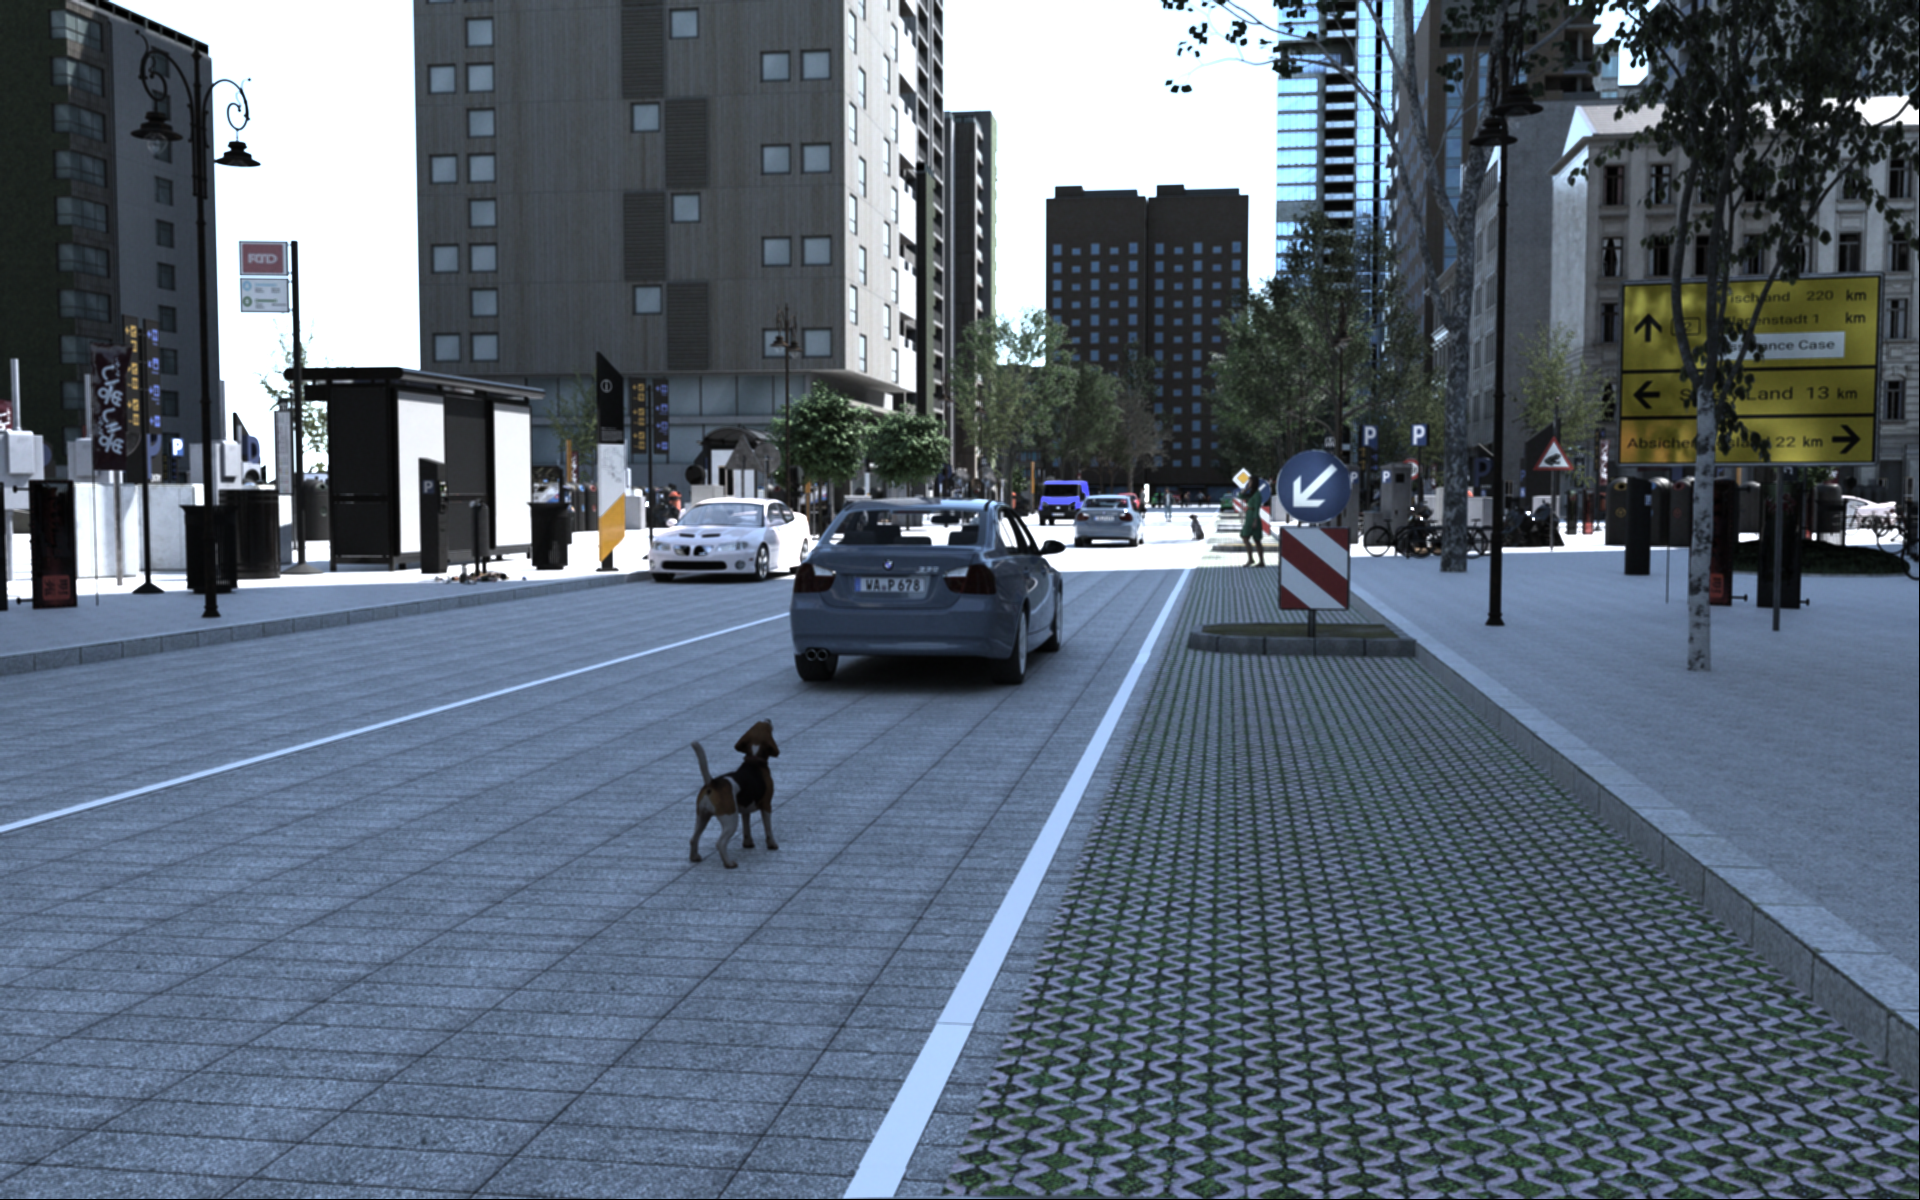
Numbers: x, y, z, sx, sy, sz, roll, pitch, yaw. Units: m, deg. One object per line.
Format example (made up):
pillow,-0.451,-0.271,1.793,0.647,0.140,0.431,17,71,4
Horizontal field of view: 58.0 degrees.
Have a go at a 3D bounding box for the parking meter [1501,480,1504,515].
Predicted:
parking meter,22.314,-4.041,71.775,0.255,1.863,0.399,-1,4,-15

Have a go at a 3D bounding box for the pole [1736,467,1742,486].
pole,34.374,-5.052,76.449,0.158,3.312,0.155,0,3,0

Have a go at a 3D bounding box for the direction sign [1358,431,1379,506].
direction sign,14.638,-4.291,62.163,0.876,3.537,0.379,-2,4,-23

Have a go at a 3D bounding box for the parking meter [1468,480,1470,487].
parking meter,21.518,-4.185,74.143,0.399,1.863,0.255,0,4,-1

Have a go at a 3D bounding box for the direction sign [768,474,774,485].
direction sign,-9.538,-5.859,87.793,0.876,3.537,0.379,-2,4,-29

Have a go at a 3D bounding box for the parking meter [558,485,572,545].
parking meter,-10.047,-2.177,43.999,0.372,1.533,0.369,0,3,0

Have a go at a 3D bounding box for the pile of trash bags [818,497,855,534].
pile of trash bags,-4.227,-2.837,56.133,1.912,1.369,3.447,1,4,16

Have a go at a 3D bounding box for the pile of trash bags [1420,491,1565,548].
pile of trash bags,13.435,-2.048,43.235,1.912,1.369,3.447,-1,4,-23

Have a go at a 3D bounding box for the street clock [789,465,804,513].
street clock,-4.160,-2.399,43.796,0.358,2.002,0.471,2,4,32

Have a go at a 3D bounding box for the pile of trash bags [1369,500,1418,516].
pile of trash bags,14.566,-2.927,57.604,1.912,1.369,3.447,0,4,2

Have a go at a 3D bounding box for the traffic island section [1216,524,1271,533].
traffic island section,10.731,-2.648,65.569,2.009,0.180,2.903,1,4,9

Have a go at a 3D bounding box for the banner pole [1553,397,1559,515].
banner pole,15.505,-3.374,45.182,0.401,3.779,0.863,1,4,12

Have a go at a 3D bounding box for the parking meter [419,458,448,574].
parking meter,-8.477,-1.358,27.913,0.399,1.863,0.255,1,4,15

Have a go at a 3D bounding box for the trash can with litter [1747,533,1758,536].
trash can with litter,24.765,-2.553,52.795,1.678,1.210,2.233,2,4,34

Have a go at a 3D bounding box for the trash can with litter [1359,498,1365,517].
trash can with litter,19.627,-4.452,84.178,1.055,1.170,0.624,0,4,4

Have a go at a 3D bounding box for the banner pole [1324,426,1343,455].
banner pole,13.703,-4.491,63.444,0.863,3.779,0.401,2,4,27

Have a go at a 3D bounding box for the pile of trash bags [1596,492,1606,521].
pile of trash bags,31.710,-4.415,81.940,1.912,1.369,3.447,-3,5,-40

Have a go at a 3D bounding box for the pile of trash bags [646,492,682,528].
pile of trash bags,-11.463,-3.449,66.140,1.912,1.369,3.447,1,4,13

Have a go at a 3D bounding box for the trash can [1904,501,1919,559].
trash can,19.170,-1.394,34.438,0.748,1.137,0.748,0,3,0

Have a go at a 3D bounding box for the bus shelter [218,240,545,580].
bus shelter,-9.918,-3.203,29.998,2.179,5.291,8.768,1,4,9

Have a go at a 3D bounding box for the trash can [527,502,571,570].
trash can,-6.955,-1.082,29.350,0.748,1.137,0.748,0,3,0

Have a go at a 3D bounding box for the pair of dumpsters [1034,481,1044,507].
pair of dumpsters,5.433,-7.524,125.518,1.574,2.255,4.437,1,4,9

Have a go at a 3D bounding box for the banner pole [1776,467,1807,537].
banner pole,20.519,-3.213,42.555,0.863,3.779,0.401,2,4,35

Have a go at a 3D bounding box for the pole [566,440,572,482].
pole,-14.680,-4.357,65.073,0.158,3.312,0.155,0,3,0

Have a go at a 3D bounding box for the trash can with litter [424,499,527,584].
trash can with litter,-7.294,-0.893,25.651,1.678,1.210,2.233,0,4,-4

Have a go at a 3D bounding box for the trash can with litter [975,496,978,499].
trash can with litter,1.067,-8.089,143.639,0.624,1.170,1.055,-3,5,-42

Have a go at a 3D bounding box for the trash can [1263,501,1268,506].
trash can,19.070,-5.846,107.235,0.748,1.137,0.748,0,3,0

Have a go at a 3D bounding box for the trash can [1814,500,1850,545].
trash can,20.041,-1.724,39.841,0.748,1.137,0.748,0,3,0

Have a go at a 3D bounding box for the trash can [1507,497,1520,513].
trash can,27.830,-4.605,86.947,0.748,1.137,0.748,0,3,0

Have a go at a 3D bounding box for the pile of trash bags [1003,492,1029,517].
pile of trash bags,2.947,-5.353,97.275,1.912,1.369,3.447,0,4,1

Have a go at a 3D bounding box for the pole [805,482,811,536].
pole,-4.626,-3.598,52.678,0.158,3.312,0.155,0,3,0

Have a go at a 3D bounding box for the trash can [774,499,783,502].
trash can,-5.091,-2.120,46.320,0.748,1.137,0.748,0,3,0

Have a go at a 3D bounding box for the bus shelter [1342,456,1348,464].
bus shelter,22.122,-6.857,103.388,1.731,3.624,6.357,1,4,9

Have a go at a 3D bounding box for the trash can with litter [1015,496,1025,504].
trash can with litter,3.294,-5.403,99.718,1.055,1.170,0.624,-2,4,-27

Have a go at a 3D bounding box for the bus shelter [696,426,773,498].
bus shelter,-6.489,-3.712,54.612,2.014,3.302,5.546,1,4,9

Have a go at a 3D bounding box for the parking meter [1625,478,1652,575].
parking meter,10.780,-1.169,27.526,0.372,1.533,0.369,0,3,0

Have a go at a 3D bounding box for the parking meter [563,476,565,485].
parking meter,-10.955,-2.537,47.185,0.399,1.863,0.255,2,4,26

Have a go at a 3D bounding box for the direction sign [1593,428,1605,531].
direction sign,21.952,-4.128,59.492,0.379,3.537,0.876,0,4,0

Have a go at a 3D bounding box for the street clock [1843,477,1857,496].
street clock,37.336,-4.167,72.706,0.471,2.002,0.358,-1,4,-11

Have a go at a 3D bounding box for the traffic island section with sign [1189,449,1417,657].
traffic island section with sign,3.156,-0.462,16.182,1.989,1.847,2.006,1,4,9

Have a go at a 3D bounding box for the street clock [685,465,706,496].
street clock,-6.633,-2.382,43.518,0.471,2.002,0.358,1,4,19

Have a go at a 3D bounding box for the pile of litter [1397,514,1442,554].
pile of litter,10.195,-1.451,37.688,1.719,0.858,1.176,-2,4,-30

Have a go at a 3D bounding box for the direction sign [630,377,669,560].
direction sign,-6.060,-2.563,33.902,0.379,3.537,0.876,3,5,45

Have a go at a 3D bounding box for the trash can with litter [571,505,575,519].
trash can with litter,-15.731,-3.478,68.250,0.624,1.170,1.055,-3,4,-39

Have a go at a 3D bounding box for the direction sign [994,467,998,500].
direction sign,2.970,-9.261,143.411,0.379,3.537,0.876,-1,4,-15

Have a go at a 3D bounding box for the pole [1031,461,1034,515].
pole,4.536,-6.994,108.199,0.158,3.312,0.155,0,3,0

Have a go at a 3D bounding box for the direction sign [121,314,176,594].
direction sign,-10.517,-1.855,22.333,0.379,3.537,0.876,0,4,2

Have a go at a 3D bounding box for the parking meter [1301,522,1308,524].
parking meter,14.837,-4.055,74.716,0.372,1.533,0.369,0,3,0

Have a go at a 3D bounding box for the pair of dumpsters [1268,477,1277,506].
pair of dumpsters,19.095,-6.180,103.540,1.574,2.255,4.437,1,4,9

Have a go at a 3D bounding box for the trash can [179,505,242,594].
trash can,-9.690,-0.658,22.417,0.748,1.137,0.748,0,3,0

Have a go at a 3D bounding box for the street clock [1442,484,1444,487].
street clock,34.868,-7.367,125.013,0.471,2.002,0.358,1,4,14
